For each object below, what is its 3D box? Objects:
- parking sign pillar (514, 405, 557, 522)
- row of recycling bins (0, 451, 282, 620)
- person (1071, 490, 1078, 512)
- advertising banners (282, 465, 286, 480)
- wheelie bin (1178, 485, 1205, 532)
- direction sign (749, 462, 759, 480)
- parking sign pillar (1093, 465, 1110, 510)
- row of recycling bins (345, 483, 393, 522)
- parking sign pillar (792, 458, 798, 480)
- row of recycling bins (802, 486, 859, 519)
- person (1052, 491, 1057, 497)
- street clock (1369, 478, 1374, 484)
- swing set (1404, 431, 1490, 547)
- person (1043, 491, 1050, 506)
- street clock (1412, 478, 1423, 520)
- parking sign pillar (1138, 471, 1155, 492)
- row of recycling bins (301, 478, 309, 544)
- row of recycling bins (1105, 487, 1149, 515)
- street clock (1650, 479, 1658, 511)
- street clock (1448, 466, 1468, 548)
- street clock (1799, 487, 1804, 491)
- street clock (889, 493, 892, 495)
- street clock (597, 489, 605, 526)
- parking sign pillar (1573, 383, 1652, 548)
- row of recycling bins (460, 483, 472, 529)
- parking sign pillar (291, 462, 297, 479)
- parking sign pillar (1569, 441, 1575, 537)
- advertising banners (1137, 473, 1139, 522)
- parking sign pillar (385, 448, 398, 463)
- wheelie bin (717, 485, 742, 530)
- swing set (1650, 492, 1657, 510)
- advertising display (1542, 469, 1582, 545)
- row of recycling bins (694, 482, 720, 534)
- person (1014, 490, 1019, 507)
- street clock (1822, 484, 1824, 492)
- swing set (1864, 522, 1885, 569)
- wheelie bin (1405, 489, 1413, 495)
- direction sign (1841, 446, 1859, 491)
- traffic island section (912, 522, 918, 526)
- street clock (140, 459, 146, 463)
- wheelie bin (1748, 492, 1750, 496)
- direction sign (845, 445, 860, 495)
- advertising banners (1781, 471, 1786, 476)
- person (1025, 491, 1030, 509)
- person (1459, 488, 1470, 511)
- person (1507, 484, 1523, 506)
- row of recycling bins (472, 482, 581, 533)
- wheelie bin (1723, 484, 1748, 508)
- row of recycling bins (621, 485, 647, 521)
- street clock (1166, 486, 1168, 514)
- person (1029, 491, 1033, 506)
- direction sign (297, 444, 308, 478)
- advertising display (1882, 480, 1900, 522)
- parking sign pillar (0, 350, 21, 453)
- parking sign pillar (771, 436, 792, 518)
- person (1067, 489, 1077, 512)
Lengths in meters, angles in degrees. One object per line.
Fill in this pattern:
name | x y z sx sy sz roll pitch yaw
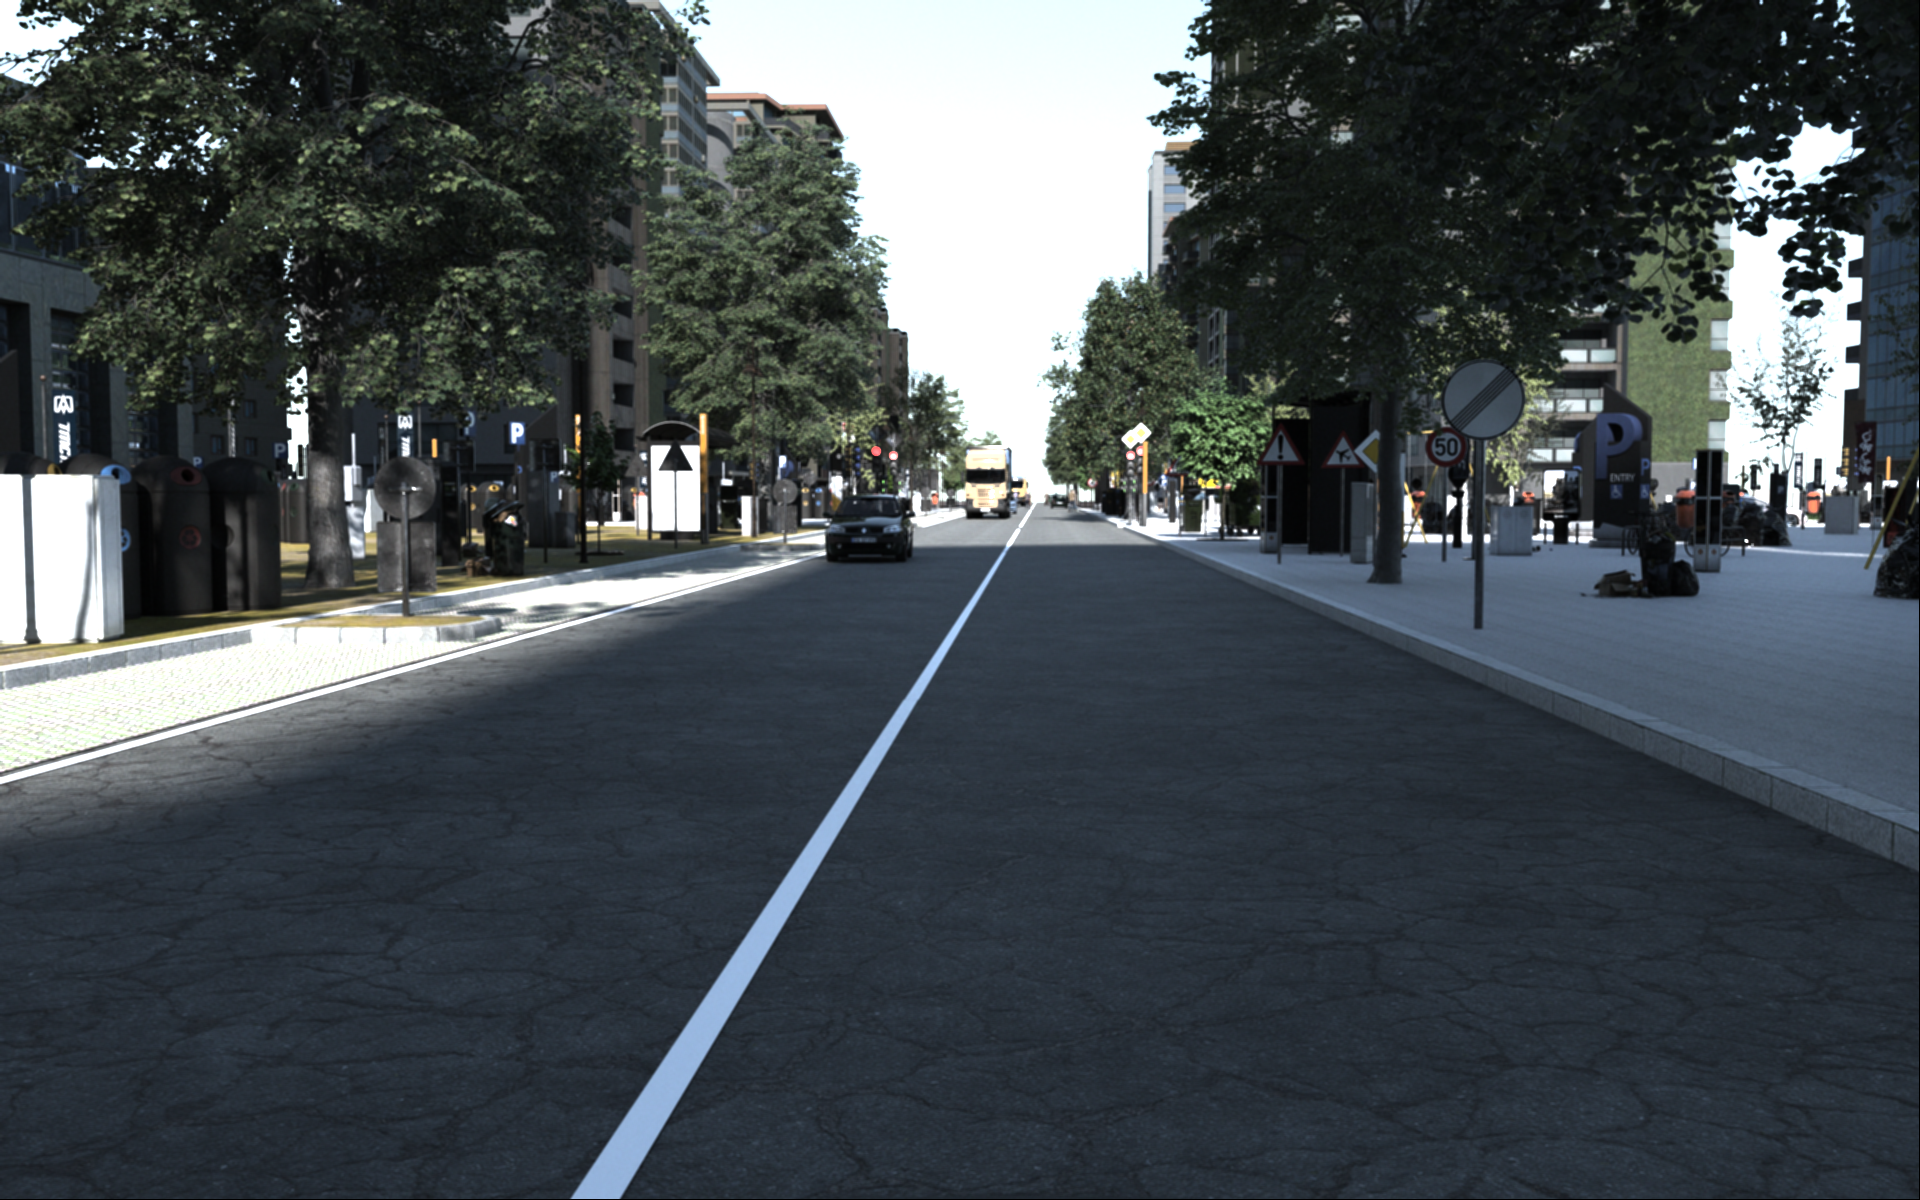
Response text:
parking sign pillar | -12.690 -3.876 51.837 1.447 3.967 1.447 3 4 38
row of recycling bins | -8.652 -0.671 18.079 1.069 1.692 3.534 2 4 24
person | 9.349 -8.106 141.615 0.643 1.750 0.593 0 4 -1
advertising banners | -40.115 -6.570 103.610 0.090 3.025 2.074 0 4 0
wheelie bin | 7.840 -3.082 58.304 0.980 1.594 0.693 0 4 -5
direction sign | -14.376 -7.923 121.543 0.876 3.537 0.379 -2 4 -30
parking sign pillar | 11.650 -9.373 141.725 1.447 3.967 1.447 3 5 42
row of recycling bins | -22.919 -3.634 66.533 1.069 1.692 3.534 3 5 41
parking sign pillar | -9.782 -6.768 99.123 1.447 3.967 1.447 -2 4 -35
row of recycling bins | -6.726 -4.986 88.641 3.534 1.692 1.069 2 4 25
person | 12.653 -13.442 228.351 1.350 1.814 0.705 0 4 -8
street clock | 18.466 -4.511 78.330 0.471 2.002 0.358 1 4 15
swing set | 11.533 -2.801 43.410 2.862 2.851 3.119 -1 4 -22
person | 10.474 -12.260 209.500 0.990 1.755 0.434 1 4 19
street clock | 21.020 -4.593 79.661 0.471 2.002 0.358 2 4 27
parking sign pillar | 14.194 -8.770 131.860 1.447 3.967 1.447 -1 4 -11
row of recycling bins | -17.762 -2.387 46.148 1.069 1.692 3.534 -3 4 -37
row of recycling bins | 10.024 -5.949 104.375 1.069 1.692 3.534 -2 4 -33
street clock | 32.541 -4.699 81.396 0.471 2.002 0.358 -2 4 -25
street clock | 11.855 -2.242 41.235 0.471 2.002 0.358 0 4 6
street clock | 71.985 -8.789 148.265 0.358 2.002 0.471 0 4 2
street clock | -4.371 -6.381 108.892 0.358 2.002 0.471 0 4 -7
street clock | -14.536 -4.017 70.241 0.358 2.002 0.471 -2 4 -24
parking sign pillar | 15.847 -3.239 41.430 1.447 3.967 1.447 -2 4 -31
row of recycling bins | -16.929 -3.509 64.478 3.534 1.692 1.069 0 4 2
parking sign pillar | -56.318 -9.673 146.627 1.447 3.967 1.447 -1 4 -19
parking sign pillar | 19.080 -3.910 52.395 1.447 3.967 1.447 -2 4 -34
advertising banners | 8.161 -5.094 79.478 0.090 3.025 2.074 0 4 6
parking sign pillar | -28.065 -5.989 86.389 1.447 3.967 1.447 0 4 1
wheelie bin | -8.396 -3.357 62.798 0.980 1.594 0.693 0 4 -5
swing set | 24.047 -4.051 63.851 2.862 2.851 3.119 0 4 -6
advertising display | 15.385 -2.390 44.294 0.974 1.923 0.123 3 5 43
row of recycling bins | -8.635 -3.086 57.570 1.069 1.692 3.534 -1 4 -15
person | 6.242 -11.076 189.455 0.599 1.838 0.709 2 4 32
street clock | 62.755 -7.410 125.722 0.471 2.002 0.358 -2 4 -35
swing set | 17.488 -1.915 28.925 3.119 2.851 2.862 -1 4 -23
wheelie bin | 27.602 -6.040 106.662 0.693 1.594 0.980 2 4 35
direction sign | 41.718 -5.450 81.097 0.876 3.537 0.379 2 4 30
traffic island section | -2.949 -3.345 76.971 2.009 0.180 2.903 0 4 3
street clock | -16.571 -1.894 35.536 0.358 2.002 0.471 2 4 24
wheelie bin | 49.464 -6.210 109.433 0.693 1.594 0.980 -2 4 -26
direction sign | -4.959 -5.389 80.105 0.876 3.537 0.379 -3 5 -41
advertising banners | 61.766 -8.265 131.322 2.074 3.025 0.090 -1 4 -13
person | 6.685 -9.920 171.226 0.617 1.759 0.750 0 4 -4
person | 20.993 -3.872 72.234 0.576 1.772 0.534 2 4 29
person | 23.024 -3.887 71.823 0.659 1.850 0.755 1 4 14
row of recycling bins | -14.180 -3.068 57.271 3.534 1.692 1.069 -1 4 -11
wheelie bin | 23.918 -2.824 54.076 0.980 1.594 0.693 1 4 18
row of recycling bins | -14.393 -4.628 82.782 3.534 1.692 1.069 -1 4 -10
street clock | 13.499 -6.570 111.989 0.358 2.002 0.471 2 4 35
person | 8.741 -12.622 214.863 0.705 1.824 1.348 -1 4 -18
direction sign | -29.584 -5.276 78.266 0.876 3.537 0.379 2 4 27
advertising display | 42.256 -4.507 78.911 0.123 1.923 0.974 -3 4 -38
parking sign pillar | -17.966 -2.655 31.875 1.447 3.967 1.447 1 4 17
parking sign pillar | -7.410 -4.805 67.027 1.447 3.967 1.447 0 4 1
person | 9.101 -8.052 140.063 0.836 1.842 0.656 2 4 32
